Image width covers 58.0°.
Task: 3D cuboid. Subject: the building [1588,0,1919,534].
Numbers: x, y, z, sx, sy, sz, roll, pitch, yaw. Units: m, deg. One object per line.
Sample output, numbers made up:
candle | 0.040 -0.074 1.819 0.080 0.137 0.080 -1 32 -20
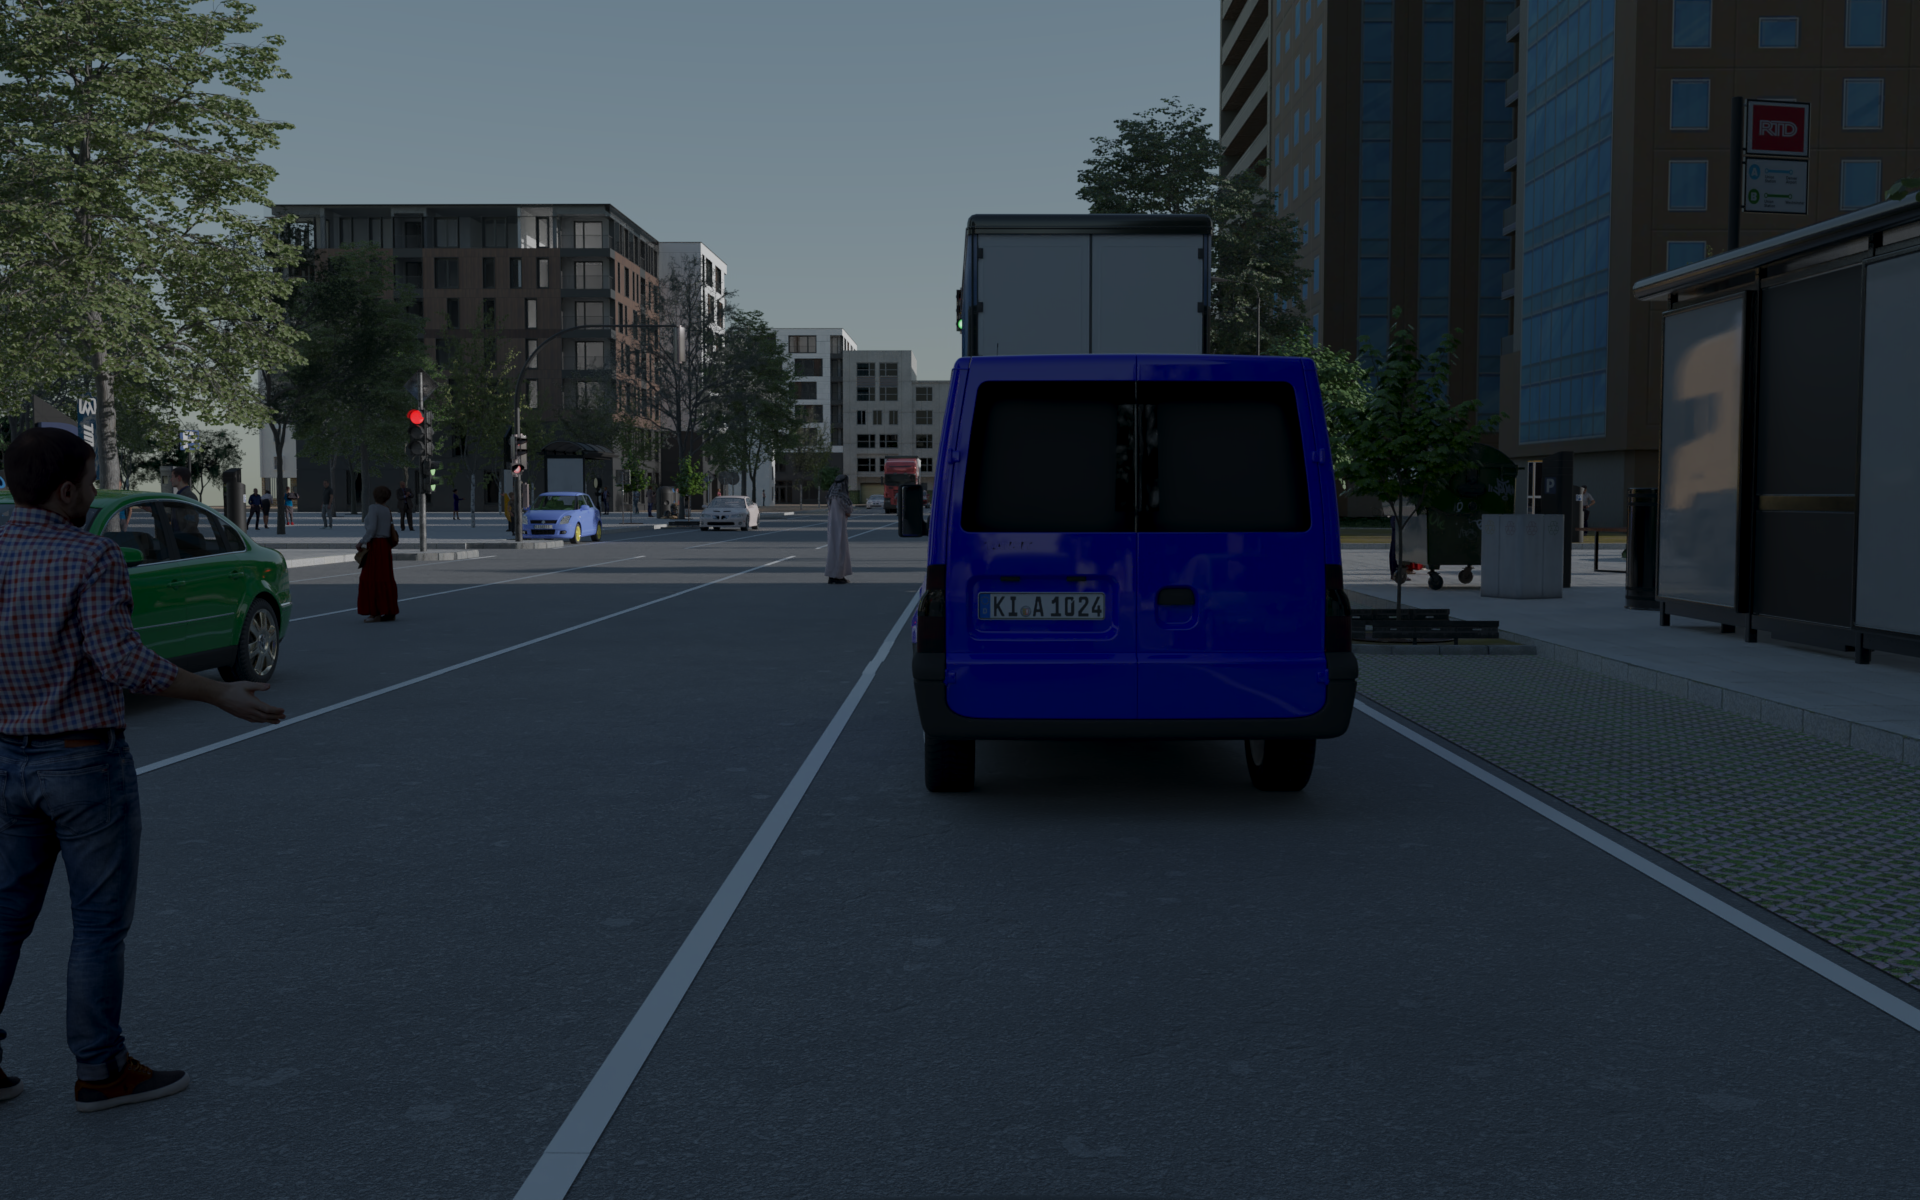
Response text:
building | 28.323 -25.100 60.489 14.200 45.320 14.600 0 4 1

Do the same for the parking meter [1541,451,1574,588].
parking meter | 8.193 -1.106 23.791 0.255 1.863 0.399 -1 4 -21

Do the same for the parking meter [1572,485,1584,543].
parking meter | 16.301 -2.287 45.804 0.372 1.533 0.369 0 3 0

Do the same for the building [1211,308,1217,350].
building | 24.623 -18.767 173.295 16.747 18.905 31.486 0 4 1

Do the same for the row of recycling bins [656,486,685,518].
row of recycling bins | -15.498 -5.224 92.517 1.069 1.692 3.534 0 4 4

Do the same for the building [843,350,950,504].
building | 1.485 -21.693 221.146 31.486 18.905 16.747 0 4 1

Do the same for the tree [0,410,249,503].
tree | -57.451 -9.154 112.567 20.602 7.101 11.467 -2 4 -25

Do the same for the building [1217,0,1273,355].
building | 28.065 -29.549 106.826 21.300 48.544 21.600 0 4 1

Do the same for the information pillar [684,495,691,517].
information pillar | -15.188 -5.628 96.512 0.304 2.012 0.304 1 4 10

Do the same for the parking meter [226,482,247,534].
parking meter | -15.108 -1.699 36.187 0.372 1.533 0.369 0 3 0

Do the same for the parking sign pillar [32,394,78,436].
parking sign pillar | -24.453 -3.591 47.181 1.447 3.967 1.447 3 5 45

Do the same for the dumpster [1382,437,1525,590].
dumpster | 6.757 -1.302 23.789 1.502 2.255 1.985 0 4 1

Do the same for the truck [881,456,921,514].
truck | -4.272 -8.549 128.681 2.839 4.237 11.283 0 3 0

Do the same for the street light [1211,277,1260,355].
street light | 5.830 -3.952 37.154 1.470 5.913 1.316 0 4 1

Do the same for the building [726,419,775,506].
building | -34.319 -14.929 186.231 28.070 9.664 9.099 0 4 1

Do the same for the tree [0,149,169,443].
tree | -33.099 -9.193 60.675 12.009 13.543 11.850 0 3 0

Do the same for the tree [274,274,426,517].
tree | -34.476 -11.298 95.095 12.009 13.543 11.850 0 3 0

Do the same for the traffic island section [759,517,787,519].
traffic island section | -10.902 -4.639 98.719 1.991 0.108 1.994 0 4 1

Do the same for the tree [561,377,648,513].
tree | -21.521 -9.326 102.839 4.737 8.622 4.395 0 3 0

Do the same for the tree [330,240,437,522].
tree | -27.054 -9.757 77.656 7.486 12.596 7.792 0 3 0

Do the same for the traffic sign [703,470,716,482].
traffic sign | -14.009 -5.913 96.404 0.795 2.593 0.064 0 4 2

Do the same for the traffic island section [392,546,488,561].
traffic island section | -12.013 -1.005 38.707 2.009 0.180 2.903 0 4 1

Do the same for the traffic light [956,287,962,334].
traffic light | 2.294 -3.889 38.258 4.771 5.953 1.251 0 4 1

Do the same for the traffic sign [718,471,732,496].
traffic sign | -13.019 -5.862 95.955 0.768 2.556 0.104 0 4 1

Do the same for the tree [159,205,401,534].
tree | -21.511 -7.387 55.194 8.767 10.594 7.601 1 4 16

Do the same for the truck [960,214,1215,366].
truck | 1.259 -2.083 22.964 2.839 4.237 11.283 0 4 0

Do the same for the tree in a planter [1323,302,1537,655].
tree in a planter | 4.138 -1.162 16.221 1.991 3.239 1.994 0 4 1

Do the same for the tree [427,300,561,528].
tree | -18.594 -7.088 66.243 4.737 8.622 4.395 0 3 0

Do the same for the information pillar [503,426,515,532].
information pillar | -15.404 -4.144 59.104 0.183 3.616 0.504 1 4 12

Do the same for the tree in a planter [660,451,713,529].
tree in a planter | -11.248 -4.554 71.682 1.991 3.239 1.994 0 4 1

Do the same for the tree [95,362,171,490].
tree | -41.207 -8.274 85.641 4.360 8.622 3.978 0 3 0

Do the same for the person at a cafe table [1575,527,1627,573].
person at a cafe table | 11.307 -1.061 28.215 1.698 1.238 1.726 -2 4 -25

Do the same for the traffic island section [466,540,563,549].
traffic island section | -11.908 -1.493 46.691 2.009 0.180 2.903 0 4 1

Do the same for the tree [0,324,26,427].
tree | -29.213 -6.083 49.824 4.360 8.622 3.978 0 3 0

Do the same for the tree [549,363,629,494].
tree | -20.949 -9.017 97.797 4.360 8.622 3.978 0 3 0

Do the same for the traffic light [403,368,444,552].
traffic light | -11.973 -3.037 38.571 0.839 4.253 0.868 0 4 1

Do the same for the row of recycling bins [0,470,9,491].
row of recycling bins | -15.748 -1.296 28.297 1.069 1.692 3.534 0 4 1

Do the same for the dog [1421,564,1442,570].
dog | 7.850 -0.909 29.246 0.800 0.831 0.513 -1 4 -14

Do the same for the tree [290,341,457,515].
tree | -37.925 -11.159 108.209 9.928 11.665 9.643 0 3 0

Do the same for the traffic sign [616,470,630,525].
traffic sign | -14.080 -4.294 72.341 0.606 2.300 0.079 0 4 4

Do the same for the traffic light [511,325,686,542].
traffic light | -9.775 -4.397 46.563 4.771 5.953 1.251 0 4 1

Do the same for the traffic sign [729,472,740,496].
traffic sign | -12.992 -6.058 99.146 0.768 2.556 0.104 1 4 9

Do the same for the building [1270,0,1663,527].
building | 22.726 -26.363 81.141 14.600 45.320 14.200 0 4 1

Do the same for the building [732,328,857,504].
building | -30.501 -23.442 227.258 32.646 21.610 27.936 0 4 1

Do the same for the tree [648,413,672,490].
tree | -21.822 -10.152 116.341 4.737 8.622 4.395 0 3 0

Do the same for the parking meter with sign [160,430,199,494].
parking meter with sign | -21.652 -3.148 47.729 1.738 3.016 0.543 3 4 37

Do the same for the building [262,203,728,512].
building | -34.862 -18.013 138.486 27.936 21.610 32.646 0 4 1

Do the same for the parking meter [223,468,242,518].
parking meter | -16.161 -2.005 38.493 0.255 1.863 0.399 0 4 7

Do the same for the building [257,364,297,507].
building | -65.463 -19.984 183.151 11.380 20.091 16.016 0 4 1

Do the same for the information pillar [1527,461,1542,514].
information pillar | 12.734 -2.065 38.261 0.304 2.012 0.304 0 4 -7
